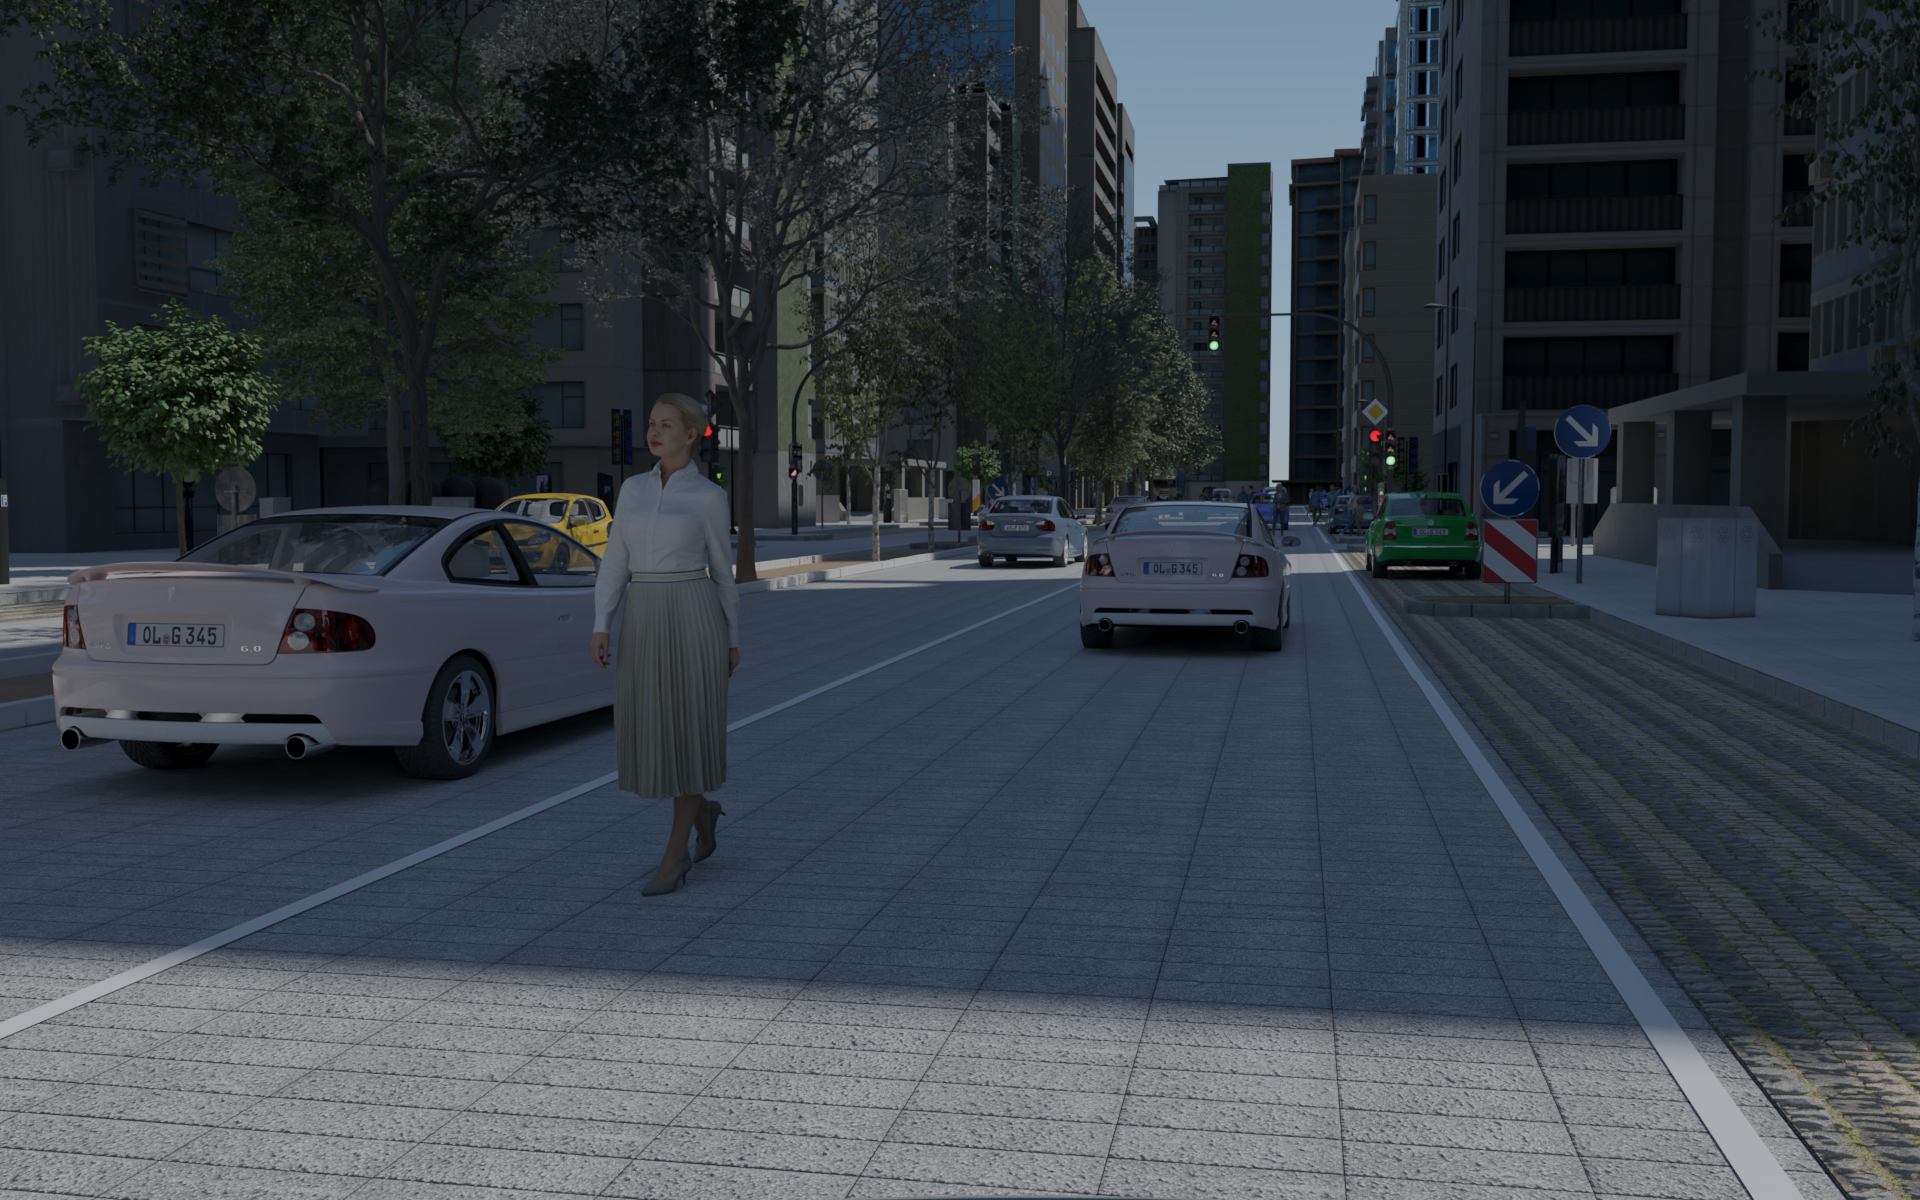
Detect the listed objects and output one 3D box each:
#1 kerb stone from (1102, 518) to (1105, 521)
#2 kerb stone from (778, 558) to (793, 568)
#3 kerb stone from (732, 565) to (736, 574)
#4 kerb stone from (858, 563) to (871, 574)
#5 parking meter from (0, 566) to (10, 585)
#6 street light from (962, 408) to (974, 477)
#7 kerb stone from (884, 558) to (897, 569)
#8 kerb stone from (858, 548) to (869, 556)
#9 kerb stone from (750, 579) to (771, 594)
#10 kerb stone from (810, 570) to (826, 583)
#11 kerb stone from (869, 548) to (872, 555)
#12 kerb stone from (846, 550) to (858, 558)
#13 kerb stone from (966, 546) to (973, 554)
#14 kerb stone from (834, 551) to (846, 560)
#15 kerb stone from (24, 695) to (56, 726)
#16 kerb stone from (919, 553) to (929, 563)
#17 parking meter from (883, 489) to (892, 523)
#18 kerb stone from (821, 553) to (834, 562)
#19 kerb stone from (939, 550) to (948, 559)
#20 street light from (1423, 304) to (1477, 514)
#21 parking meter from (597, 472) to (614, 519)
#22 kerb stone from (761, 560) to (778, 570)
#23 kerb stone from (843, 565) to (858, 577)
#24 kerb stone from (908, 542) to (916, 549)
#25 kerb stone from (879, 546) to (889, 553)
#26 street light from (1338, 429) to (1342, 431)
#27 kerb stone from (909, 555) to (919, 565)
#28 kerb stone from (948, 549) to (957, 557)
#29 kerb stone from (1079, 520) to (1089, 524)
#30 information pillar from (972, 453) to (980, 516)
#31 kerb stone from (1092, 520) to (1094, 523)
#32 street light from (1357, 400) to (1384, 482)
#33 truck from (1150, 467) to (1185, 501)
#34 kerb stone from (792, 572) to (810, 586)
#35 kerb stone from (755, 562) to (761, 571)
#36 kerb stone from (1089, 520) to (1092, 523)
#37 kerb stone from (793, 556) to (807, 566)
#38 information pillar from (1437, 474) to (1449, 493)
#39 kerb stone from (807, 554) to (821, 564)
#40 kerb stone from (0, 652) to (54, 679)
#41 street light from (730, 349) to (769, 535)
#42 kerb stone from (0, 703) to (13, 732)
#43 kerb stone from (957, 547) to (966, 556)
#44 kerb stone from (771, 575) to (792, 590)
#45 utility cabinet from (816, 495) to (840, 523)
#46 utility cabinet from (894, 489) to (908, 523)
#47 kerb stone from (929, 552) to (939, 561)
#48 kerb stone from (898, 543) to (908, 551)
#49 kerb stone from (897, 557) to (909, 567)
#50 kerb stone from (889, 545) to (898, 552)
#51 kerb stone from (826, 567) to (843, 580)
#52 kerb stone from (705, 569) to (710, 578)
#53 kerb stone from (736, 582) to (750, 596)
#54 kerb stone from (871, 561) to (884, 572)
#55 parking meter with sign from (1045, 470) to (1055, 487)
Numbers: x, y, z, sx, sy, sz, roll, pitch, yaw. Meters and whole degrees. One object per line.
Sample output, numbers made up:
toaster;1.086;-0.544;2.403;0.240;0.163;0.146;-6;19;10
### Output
kerb stone;7.862;-4.309;92.643;0.120;0.150;1.000;1;4;11
kerb stone;-3.504;-0.704;33.719;0.120;0.150;1.000;1;4;11
kerb stone;-4.086;-0.518;30.697;0.120;0.150;1.000;1;4;11
kerb stone;-1.829;-0.558;31.312;0.120;0.150;1.000;1;4;11
parking meter;-13.720;-0.989;24.578;0.372;1.533;0.369;0;3;0
street light;0.663;-7.330;92.388;1.470;5.913;1.316;1;4;11
kerb stone;-1.434;-0.669;33.318;0.120;0.150;1.000;1;4;11
kerb stone;-2.334;-1.074;39.753;0.120;0.150;1.000;1;4;11
kerb stone;-2.994;-0.188;25.273;0.120;0.150;1.000;1;4;11
kerb stone;-2.421;-0.373;28.288;0.120;0.150;1.000;1;4;11
kerb stone;-2.137;-1.133;40.756;0.120;0.150;1.000;1;4;11
kerb stone;-2.530;-1.009;38.750;0.120;0.150;1.000;1;4;11
kerb stone;0.108;-1.172;41.355;0.120;0.150;1.000;1;4;11
kerb stone;-2.727;-0.951;37.747;0.120;0.150;1.000;1;4;11
kerb stone;-5.711;0.674;11.173;0.120;0.150;1.000;1;4;11
kerb stone;-0.858;-0.865;36.335;0.120;0.150;1.000;1;4;11
parking meter;-3.238;-4.205;77.158;0.372;1.533;0.369;0;3;0
kerb stone;-2.921;-0.890;36.739;0.120;0.150;1.000;1;4;11
kerb stone;-0.470;-0.988;38.344;0.120;0.150;1.000;1;4;11
street light;12.002;-4.270;42.360;1.470;5.913;1.316;1;4;11
parking meter;-9.618;-2.526;47.019;0.399;1.863;0.255;-3;4;-38
kerb stone;-3.695;-0.643;32.715;0.120;0.150;1.000;1;4;11
kerb stone;-2.012;-0.496;30.304;0.120;0.150;1.000;1;4;11
kerb stone;-1.364;-1.381;44.777;0.120;0.150;1.000;1;4;11
kerb stone;-1.947;-1.197;41.760;0.120;0.150;1.000;1;4;11
street light;27.812;-9.292;124.466;1.470;5.913;1.316;1;4;11
kerb stone;-1.052;-0.797;35.326;0.120;0.150;1.000;1;4;11
kerb stone;-0.280;-1.046;39.348;0.120;0.150;1.000;1;4;11
kerb stone;5.925;-3.693;82.569;0.120;0.150;1.000;1;4;11
information pillar;0.914;-6.620;99.595;0.504;3.616;0.183;3;5;44
kerb stone;6.307;-3.815;84.590;0.120;0.150;1.000;1;4;11
street light;20.288;-6.905;85.439;1.470;5.913;1.316;1;4;11
truck;21.116;-11.410;175.463;2.839;4.237;11.283;1;4;12
kerb stone;-2.599;-0.311;27.281;0.120;0.150;1.000;1;4;11
kerb stone;-3.893;-0.578;31.706;0.120;0.150;1.000;1;4;11
kerb stone;6.121;-3.755;83.583;0.120;0.150;1.000;1;4;11
kerb stone;-3.308;-0.761;34.731;0.120;0.150;1.000;1;4;11
information pillar;17.433;-3.553;62.580;0.304;2.012;0.304;-1;4;-13
kerb stone;-3.114;-0.828;35.735;0.120;0.150;1.000;1;4;11
kerb stone;-7.383;0.527;13.571;0.120;0.150;1.000;1;4;11
street light;-6.665;-5.014;54.513;1.470;5.913;1.316;1;4;11
kerb stone;-5.899;0.736;10.163;0.120;0.150;1.000;1;4;11
kerb stone;-0.082;-1.110;40.351;0.120;0.150;1.000;1;4;11
kerb stone;-2.795;-0.248;26.276;0.120;0.150;1.000;1;4;11
utility cabinet;-5.885;-4.031;77.067;1.020;1.237;0.306;-2;4;-24
utility cabinet;-2.623;-4.192;77.214;0.318;1.500;1.173;1;4;16
kerb stone;-0.658;-0.926;37.339;0.120;0.150;1.000;1;4;11
kerb stone;-1.555;-1.317;43.773;0.120;0.150;1.000;1;4;11
kerb stone;-1.236;-0.742;34.320;0.120;0.150;1.000;1;4;11
kerb stone;-1.757;-1.258;42.764;0.120;0.150;1.000;1;4;11
kerb stone;-2.217;-0.430;29.296;0.120;0.150;1.000;1;4;11
kerb stone;-4.282;-0.458;29.686;0.120;0.150;1.000;1;4;11
kerb stone;-3.188;-0.127;24.268;0.120;0.150;1.000;1;4;11
kerb stone;-1.637;-0.619;32.316;0.120;0.150;1.000;1;4;11
parking meter with sign;6.639;-7.976;126.669;0.543;3.016;1.738;0;4;-6
